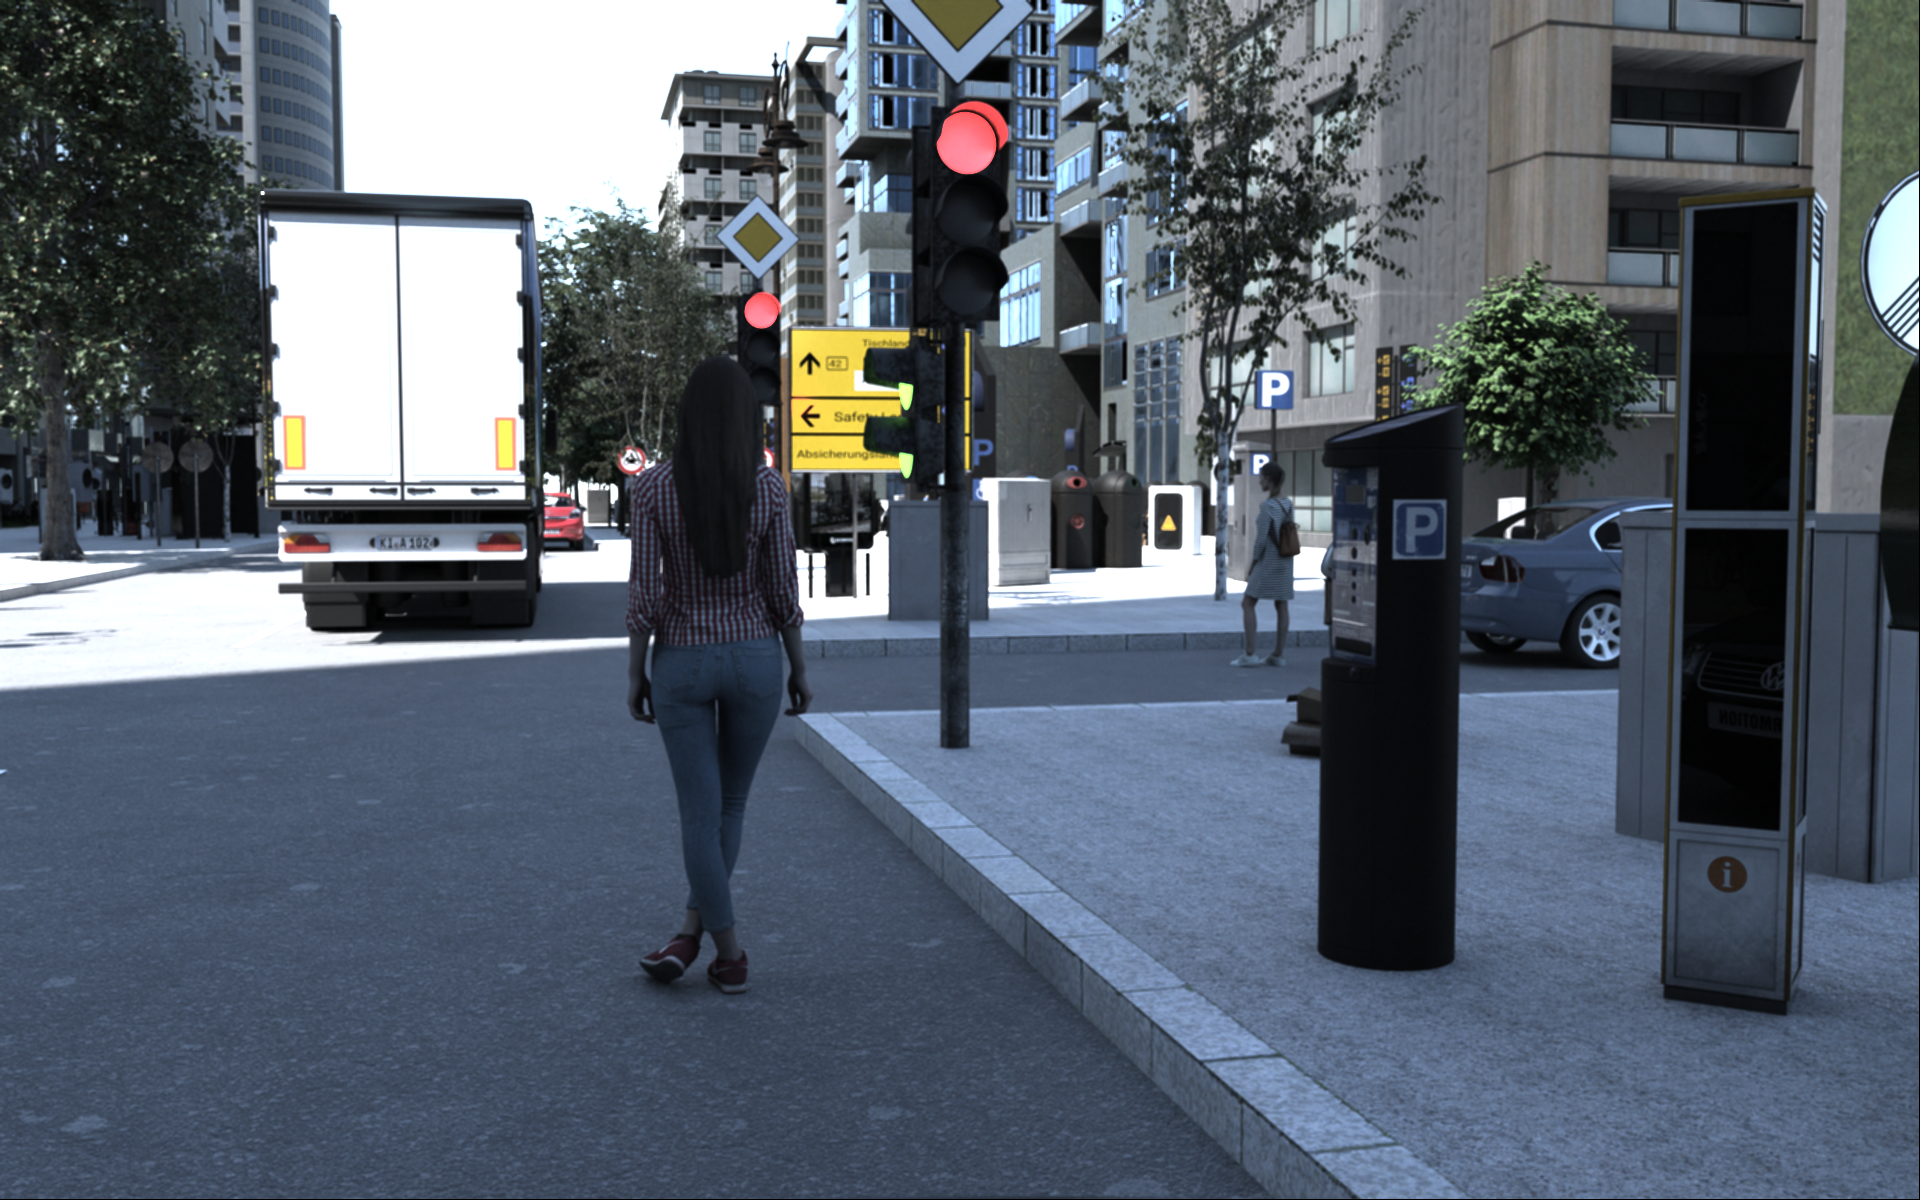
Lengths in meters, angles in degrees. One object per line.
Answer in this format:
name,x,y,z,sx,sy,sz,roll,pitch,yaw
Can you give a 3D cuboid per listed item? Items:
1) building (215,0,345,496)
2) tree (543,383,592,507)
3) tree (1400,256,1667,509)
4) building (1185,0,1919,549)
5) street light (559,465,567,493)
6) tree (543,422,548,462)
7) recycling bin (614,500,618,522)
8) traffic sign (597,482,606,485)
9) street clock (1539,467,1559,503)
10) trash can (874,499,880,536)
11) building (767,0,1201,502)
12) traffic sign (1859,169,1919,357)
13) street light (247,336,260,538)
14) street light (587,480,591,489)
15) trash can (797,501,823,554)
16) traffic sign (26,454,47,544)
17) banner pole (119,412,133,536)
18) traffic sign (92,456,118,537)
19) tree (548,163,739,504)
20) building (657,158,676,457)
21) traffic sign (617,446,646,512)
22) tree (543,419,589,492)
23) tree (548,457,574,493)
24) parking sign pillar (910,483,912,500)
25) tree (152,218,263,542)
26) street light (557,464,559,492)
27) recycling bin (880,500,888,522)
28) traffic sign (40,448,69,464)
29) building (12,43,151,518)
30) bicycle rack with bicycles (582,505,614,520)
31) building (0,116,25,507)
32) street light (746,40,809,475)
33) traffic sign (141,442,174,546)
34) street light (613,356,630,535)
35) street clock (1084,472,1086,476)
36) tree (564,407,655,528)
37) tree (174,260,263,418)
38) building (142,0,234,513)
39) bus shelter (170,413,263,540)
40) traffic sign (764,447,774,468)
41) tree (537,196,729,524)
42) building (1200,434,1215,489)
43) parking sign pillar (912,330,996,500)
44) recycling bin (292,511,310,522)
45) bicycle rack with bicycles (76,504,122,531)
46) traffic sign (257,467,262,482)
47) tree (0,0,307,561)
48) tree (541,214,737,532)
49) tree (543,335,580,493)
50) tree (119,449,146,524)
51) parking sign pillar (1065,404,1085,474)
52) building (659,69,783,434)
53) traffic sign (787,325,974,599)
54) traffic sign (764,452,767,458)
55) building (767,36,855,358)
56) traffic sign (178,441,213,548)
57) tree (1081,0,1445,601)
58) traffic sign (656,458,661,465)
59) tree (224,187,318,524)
building,-79.682,-39.606,189.564,21.231,58.520,28.212,-1,4,-14
tree,-31.557,-13.224,141.969,9.928,11.665,9.643,0,3,0
tree,7.911,-2.452,23.810,4.285,4.588,4.351,0,3,0
building,14.302,-21.813,40.231,14.086,41.232,14.154,-1,4,-14
street light,-39.574,-12.270,173.396,0.468,5.910,1.993,-1,4,-14
tree,-27.801,-10.611,123.857,4.360,8.622,3.978,0,3,0
recycling bin,-15.323,-4.064,79.007,0.722,1.027,0.722,-2,4,-31
traffic sign,-17.691,-5.254,85.900,0.884,2.594,0.081,-1,4,-10
street clock,11.100,-1.718,32.662,0.358,2.002,0.471,0,4,0
trash can,-2.814,-2.563,53.561,0.748,1.137,0.748,0,3,0
building,-0.031,-49.124,115.852,22.319,86.520,31.000,-1,4,-14
traffic sign,3.817,-0.408,6.773,0.768,2.556,0.104,0,4,-8
street light,-20.603,-4.757,50.571,0.468,5.910,1.993,-1,4,-14
street light,-19.729,-7.270,91.655,0.468,5.910,1.993,-1,4,-14
trash can,-3.171,-1.584,37.557,0.748,1.137,0.748,0,3,0
traffic sign,-23.666,-2.593,44.520,0.606,2.300,0.079,0,4,-6
banner pole,-25.430,-3.844,52.873,0.401,3.779,0.863,-3,5,-44
traffic sign,-25.816,-3.125,52.280,0.795,2.450,0.064,-1,4,-13
tree,-6.995,-5.433,39.189,4.360,8.622,3.978,0,3,0
building,-30.140,-37.651,239.291,21.300,48.544,21.600,-1,4,-14
traffic sign,-8.618,-2.776,45.497,0.768,2.556,0.104,-1,4,-9
tree,-52.628,-19.041,228.319,9.611,12.733,9.660,0,3,0
tree,-49.847,-16.299,216.850,4.737,8.622,4.395,0,3,0
parking sign pillar,-1.411,-4.579,63.333,1.447,3.967,1.447,3,5,39
tree,-19.482,-5.845,45.932,4.360,8.622,3.978,0,3,0
street light,-48.308,-14.457,209.151,0.468,5.910,1.993,-1,4,-14
recycling bin,-2.810,-3.552,70.627,0.722,1.027,0.722,-2,4,-28
traffic sign,-24.208,-2.824,46.281,0.768,2.556,0.104,0,4,-6
building,-58.535,-29.079,95.049,23.786,49.044,30.456,-1,4,-14
bicycle rack with bicycles,-17.013,-4.336,84.281,2.925,0.926,2.852,-3,4,-37
building,-49.603,-26.877,63.143,21.300,48.544,21.600,-1,4,-14
street light,-1.928,-2.782,18.274,0.468,5.910,1.993,-1,4,-14
traffic sign,-19.673,-2.591,42.473,0.768,2.556,0.104,0,4,-4
street light,-10.481,-4.948,53.688,0.468,5.910,1.993,-1,4,-14
street clock,3.674,-2.985,53.379,0.358,2.002,0.471,2,4,35
tree,-13.266,-5.010,65.634,4.285,4.588,4.351,0,3,0
tree,-23.715,-7.709,60.453,7.601,10.594,8.767,0,4,-7
building,-67.692,-32.614,122.478,28.713,52.752,27.495,-1,4,-14
bus shelter,-22.062,-3.703,51.823,1.731,3.624,6.357,-1,4,-14
traffic sign,-5.313,-2.836,46.474,0.768,2.556,0.104,0,4,-4
tree,-14.433,-10.258,74.380,9.857,13.997,8.962,0,3,0
building,12.929,-46.363,70.713,22.319,86.520,31.000,-1,4,-14
parking sign pillar,0.180,-2.361,27.070,1.447,3.967,1.447,-1,4,-16
recycling bin,-30.664,-4.177,80.842,0.722,1.027,0.722,0,4,8
bicycle rack with bicycles,-30.672,-2.910,60.965,2.852,0.926,2.925,-1,4,-15
traffic sign,-31.895,-4.775,78.176,0.768,2.556,0.104,0,4,-4
tree,-17.503,-7.109,33.240,9.611,12.733,9.660,0,3,0
tree,-11.526,-7.594,58.578,8.767,10.594,7.601,-1,4,-14
tree,-43.849,-20.833,196.513,12.611,20.169,13.585,0,3,0
tree,-35.329,-4.889,74.533,1.663,3.219,1.824,0,3,0
parking sign pillar,3.415,-3.851,51.441,1.447,3.967,1.447,1,4,11
building,-21.769,-38.333,215.977,28.713,52.752,27.495,-1,4,-14
traffic sign,-0.960,-1.667,21.121,2.265,3.308,0.079,0,4,-7
traffic sign,-3.311,-1.576,25.771,0.884,2.594,0.081,-1,4,-11
building,-2.235,-27.712,144.973,32.217,40.220,23.993,-1,4,-14
traffic sign,-18.006,-2.491,40.834,0.768,2.556,0.104,-1,4,-11
tree,3.375,-4.303,20.723,4.360,8.622,3.978,0,3,0
traffic sign,-10.963,-3.854,63.013,0.884,2.594,0.081,-1,4,-12
tree,-26.602,-9.795,70.512,12.009,13.543,11.850,0,3,0
